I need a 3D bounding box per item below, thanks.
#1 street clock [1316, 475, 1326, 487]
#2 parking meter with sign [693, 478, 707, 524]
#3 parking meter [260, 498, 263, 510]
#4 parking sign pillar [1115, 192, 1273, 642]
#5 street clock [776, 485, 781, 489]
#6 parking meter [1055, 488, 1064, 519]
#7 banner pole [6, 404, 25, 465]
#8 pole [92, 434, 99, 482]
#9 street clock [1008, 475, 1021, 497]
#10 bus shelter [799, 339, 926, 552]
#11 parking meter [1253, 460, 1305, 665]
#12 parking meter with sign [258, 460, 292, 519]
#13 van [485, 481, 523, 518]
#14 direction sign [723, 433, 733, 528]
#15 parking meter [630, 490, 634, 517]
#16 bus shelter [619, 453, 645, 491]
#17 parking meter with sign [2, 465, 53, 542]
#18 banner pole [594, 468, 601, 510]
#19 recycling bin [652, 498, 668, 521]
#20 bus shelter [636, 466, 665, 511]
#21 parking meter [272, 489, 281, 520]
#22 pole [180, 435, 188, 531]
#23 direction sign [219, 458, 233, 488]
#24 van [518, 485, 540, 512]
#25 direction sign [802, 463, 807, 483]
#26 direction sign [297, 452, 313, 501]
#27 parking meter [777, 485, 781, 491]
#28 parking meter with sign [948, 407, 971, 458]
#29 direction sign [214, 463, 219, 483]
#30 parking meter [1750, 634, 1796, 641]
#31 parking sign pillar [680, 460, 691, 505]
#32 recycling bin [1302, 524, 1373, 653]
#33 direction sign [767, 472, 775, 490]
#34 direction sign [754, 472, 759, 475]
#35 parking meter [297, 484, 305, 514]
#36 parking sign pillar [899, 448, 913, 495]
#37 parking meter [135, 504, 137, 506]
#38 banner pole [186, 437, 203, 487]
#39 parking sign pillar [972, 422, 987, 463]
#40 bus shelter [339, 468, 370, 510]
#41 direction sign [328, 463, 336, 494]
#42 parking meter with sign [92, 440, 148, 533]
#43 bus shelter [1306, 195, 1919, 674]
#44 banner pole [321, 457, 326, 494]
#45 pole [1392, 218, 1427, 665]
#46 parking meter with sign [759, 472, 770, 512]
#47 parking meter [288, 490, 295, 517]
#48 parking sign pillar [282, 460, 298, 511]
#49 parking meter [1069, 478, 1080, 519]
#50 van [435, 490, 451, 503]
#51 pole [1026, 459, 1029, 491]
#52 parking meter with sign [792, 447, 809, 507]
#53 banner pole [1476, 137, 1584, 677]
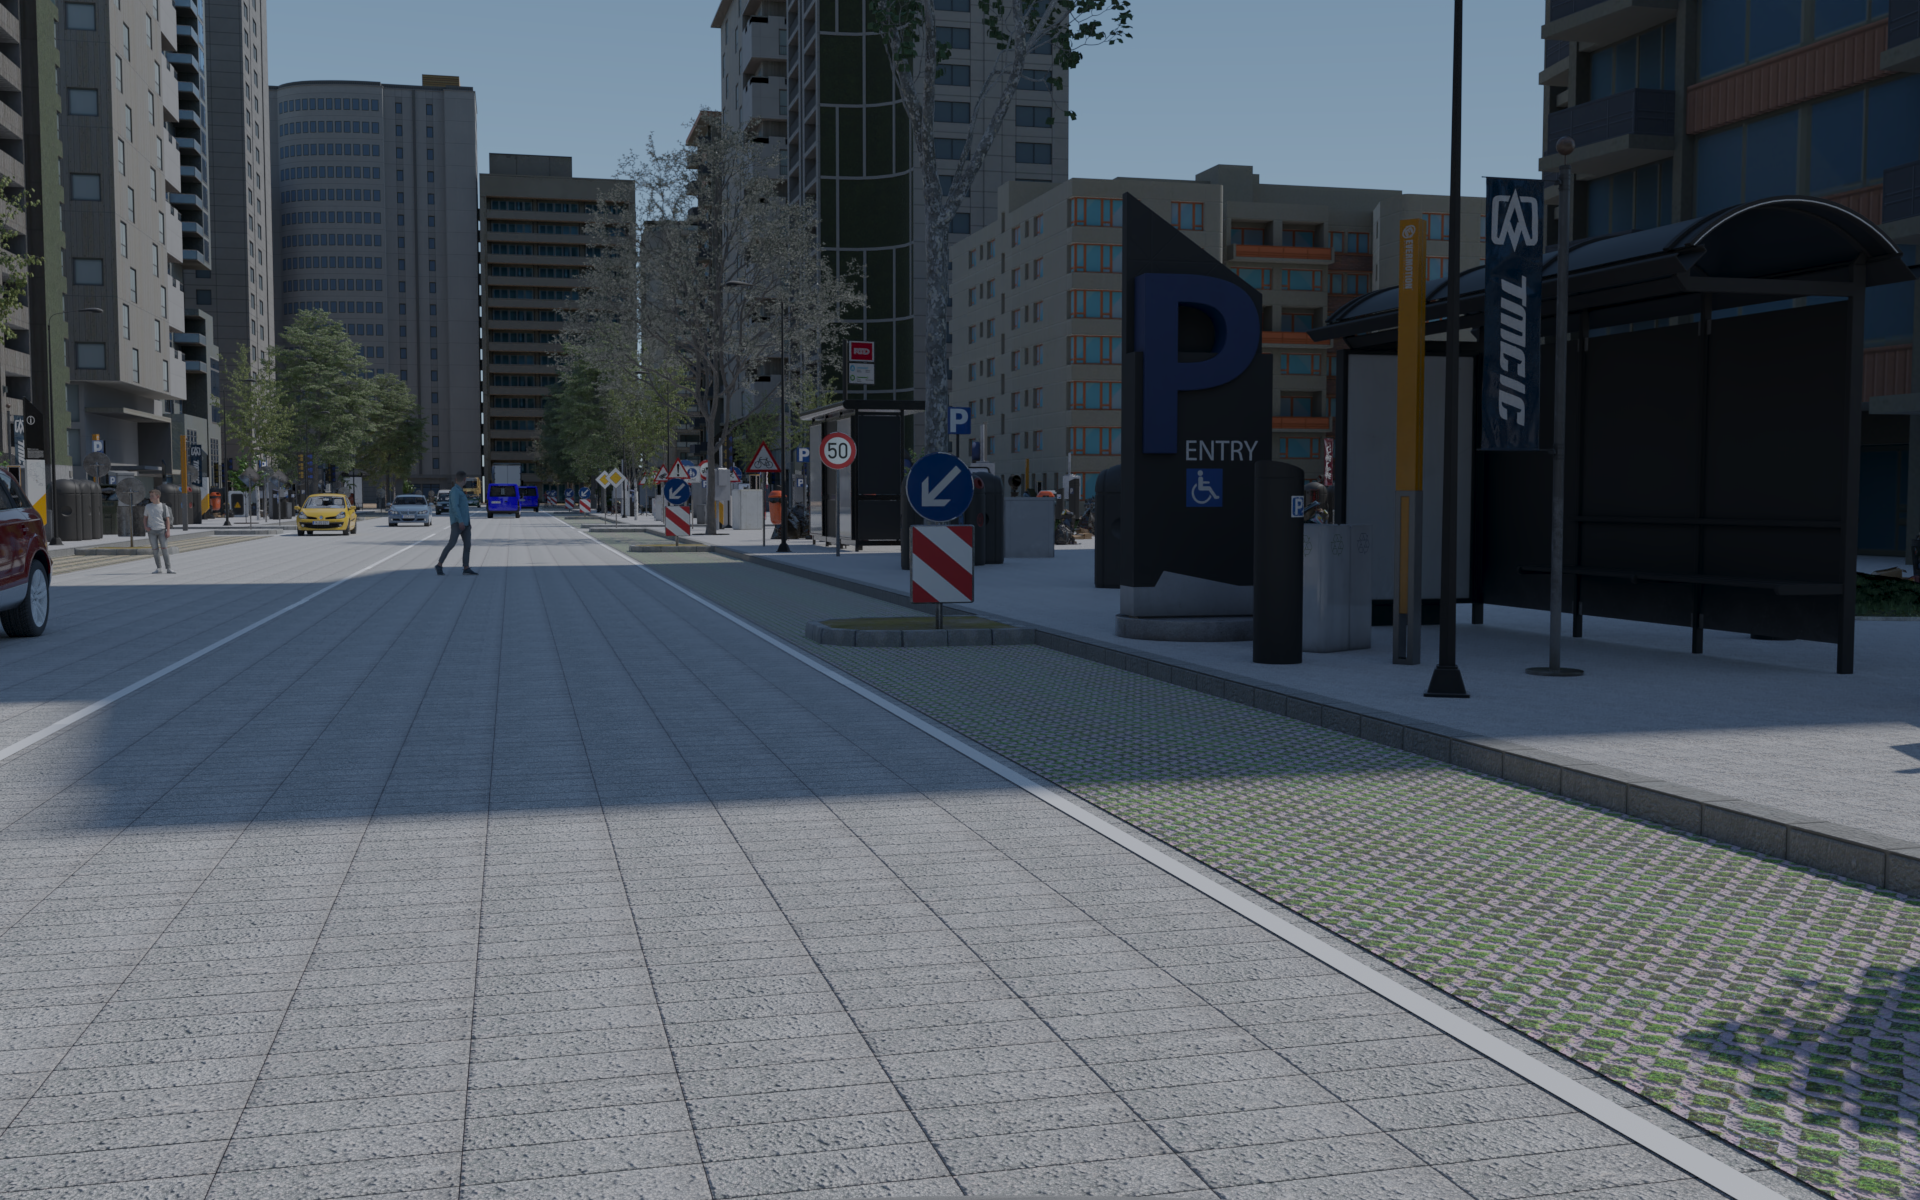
[{"bbox_3d":[13.637,-3.713,65.285,0.358,2.002,0.471,-1,4,-16],"label":"street clock"},{"bbox_3d":[-10.795,-4.762,74.114,0.543,3.016,1.738,1,4,11],"label":"parking meter with sign"},{"bbox_3d":[-55.618,-8.082,137.846,0.399,1.863,0.255,1,4,10],"label":"parking meter"},{"bbox_3d":[2.131,-1.659,15.599,1.447,3.967,1.447,-1,4,-12],"label":"parking sign pillar"},{"bbox_3d":[-14.156,-8.015,135.607,0.358,2.002,0.471,2,4,31],"label":"street clock"},{"bbox_3d":[3.893,-3.626,67.703,0.372,1.533,0.369,0,3,0],"label":"parking meter"},{"bbox_3d":[-26.265,-3.562,48.259,0.401,3.779,0.863,1,4,19],"label":"banner pole"},{"bbox_3d":[-29.485,-3.996,59.180,0.158,3.312,0.155,0,3,0],"label":"pole"},{"bbox_3d":[2.061,-3.708,65.193,0.471,2.002,0.358,-3,4,-36],"label":"street clock"},{"bbox_3d":[-2.627,-3.982,42.735,2.179,5.291,8.768,-1,4,-14],"label":"bus shelter"},{"bbox_3d":[2.421,-0.291,13.162,0.372,1.533,0.369,0,3,0],"label":"parking meter"},{"bbox_3d":[-35.014,-5.651,88.661,1.738,3.016,0.543,1,4,21],"label":"parking meter with sign"},{"bbox_3d":[-27.370,-6.088,103.923,2.240,2.365,5.245,-1,4,-13],"label":"van"},{"bbox_3d":[-8.706,-4.471,65.096,0.379,3.537,0.876,-2,4,-30],"label":"direction sign"},{"bbox_3d":[-18.510,-5.482,98.040,0.372,1.533,0.369,0,3,0],"label":"parking meter"},{"bbox_3d":[-26.365,-9.815,138.107,2.179,5.291,8.768,-1,4,-14],"label":"bus shelter"},{"bbox_3d":[-25.083,-3.037,45.912,1.738,3.016,0.543,-1,4,-22],"label":"parking meter with sign"},{"bbox_3d":[-29.609,-9.309,142.211,0.863,3.779,0.401,0,4,-6],"label":"banner pole"},{"bbox_3d":[-14.192,-4.281,82.545,0.722,1.027,0.722,-1,4,-18],"label":"recycling bin"},{"bbox_3d":[-22.618,-8.150,127.171,2.014,3.302,5.546,-1,4,-15],"label":"bus shelter"},{"bbox_3d":[-34.056,-4.763,86.288,0.372,1.533,0.369,0,3,0],"label":"parking meter"},{"bbox_3d":[-27.015,-4.065,60.308,0.158,3.312,0.155,0,3,0],"label":"pole"},{"bbox_3d":[-45.838,-7.131,108.585,0.876,3.537,0.379,2,4,34],"label":"direction sign"},{"bbox_3d":[-34.698,-8.191,138.299,2.240,2.365,5.245,-1,4,-16],"label":"van"},{"bbox_3d":[-11.435,-8.095,124.345,0.876,3.537,0.379,1,4,8],"label":"direction sign"},{"bbox_3d":[-35.687,-6.267,94.465,0.379,3.537,0.876,3,5,39],"label":"direction sign"},{"bbox_3d":[-11.841,-6.617,113.903,0.399,1.863,0.255,2,4,32],"label":"parking meter"},{"bbox_3d":[-0.379,-2.397,35.459,0.543,3.016,1.738,-2,4,-24],"label":"parking meter with sign"},{"bbox_3d":[-53.534,-8.158,125.381,0.876,3.537,0.379,0,4,-6],"label":"direction sign"},{"bbox_3d":[7.201,-0.421,15.288,0.372,1.533,0.369,0,3,0],"label":"parking meter"},{"bbox_3d":[-21.603,-9.143,137.964,1.447,3.967,1.447,-1,4,-22],"label":"parking sign pillar"},{"bbox_3d":[2.934,-0.113,14.399,0.722,1.027,0.722,-3,5,-43],"label":"recycling bin"},{"bbox_3d":[-15.187,-8.996,139.087,0.379,3.537,0.876,3,4,38],"label":"direction sign"},{"bbox_3d":[-12.191,-6.839,103.816,0.379,3.537,0.876,-2,4,-28],"label":"direction sign"},{"bbox_3d":[-36.511,-5.528,96.087,0.255,1.863,0.399,3,4,38],"label":"parking meter"},{"bbox_3d":[-2.977,-6.530,95.233,1.447,3.967,1.447,-3,4,-36],"label":"parking sign pillar"},{"bbox_3d":[-29.368,-3.238,61.344,0.372,1.533,0.369,0,3,0],"label":"parking meter"},{"bbox_3d":[-33.937,-5.296,76.614,0.863,3.779,0.401,-2,4,-33],"label":"banner pole"},{"bbox_3d":[0.739,-4.624,64.079,1.447,3.967,1.447,0,4,7],"label":"parking sign pillar"},{"bbox_3d":[-48.556,-8.874,139.011,2.014,3.302,5.546,-1,4,-15],"label":"bus shelter"},{"bbox_3d":[-41.756,-7.532,115.142,0.876,3.537,0.379,3,4,39],"label":"direction sign"},{"bbox_3d":[-27.484,-3.705,56.845,0.543,3.016,1.738,2,4,27],"label":"parking meter with sign"},{"bbox_3d":[5.019,-1.255,14.445,2.014,3.302,5.546,-1,4,-14],"label":"bus shelter"},{"bbox_3d":[-43.031,-7.775,117.133,0.401,3.779,0.863,0,4,0],"label":"banner pole"},{"bbox_3d":[3.371,-1.170,12.976,0.158,3.312,0.155,0,3,0],"label":"pole"},{"bbox_3d":[-14.255,-7.995,126.978,0.543,3.016,1.738,2,4,25],"label":"parking meter with sign"},{"bbox_3d":[-37.749,-5.468,97.819,0.372,1.533,0.369,0,3,0],"label":"parking meter"},{"bbox_3d":[-51.667,-8.852,133.201,1.447,3.967,1.447,-3,5,-44],"label":"parking sign pillar"},{"bbox_3d":[4.254,-3.601,64.591,0.255,1.863,0.399,-2,4,-33],"label":"parking meter"},{"bbox_3d":[-50.769,-10.018,170.801,2.013,2.044,4.112,-1,4,-16],"label":"van"},{"bbox_3d":[3.873,-6.480,99.790,0.158,3.312,0.155,0,3,0],"label":"pole"},{"bbox_3d":[-6.066,-4.245,65.667,0.543,3.016,1.738,-1,4,-15],"label":"parking meter with sign"},{"bbox_3d":[4.019,-1.356,12.180,0.863,3.779,0.401,-1,4,-16],"label":"banner pole"}]
